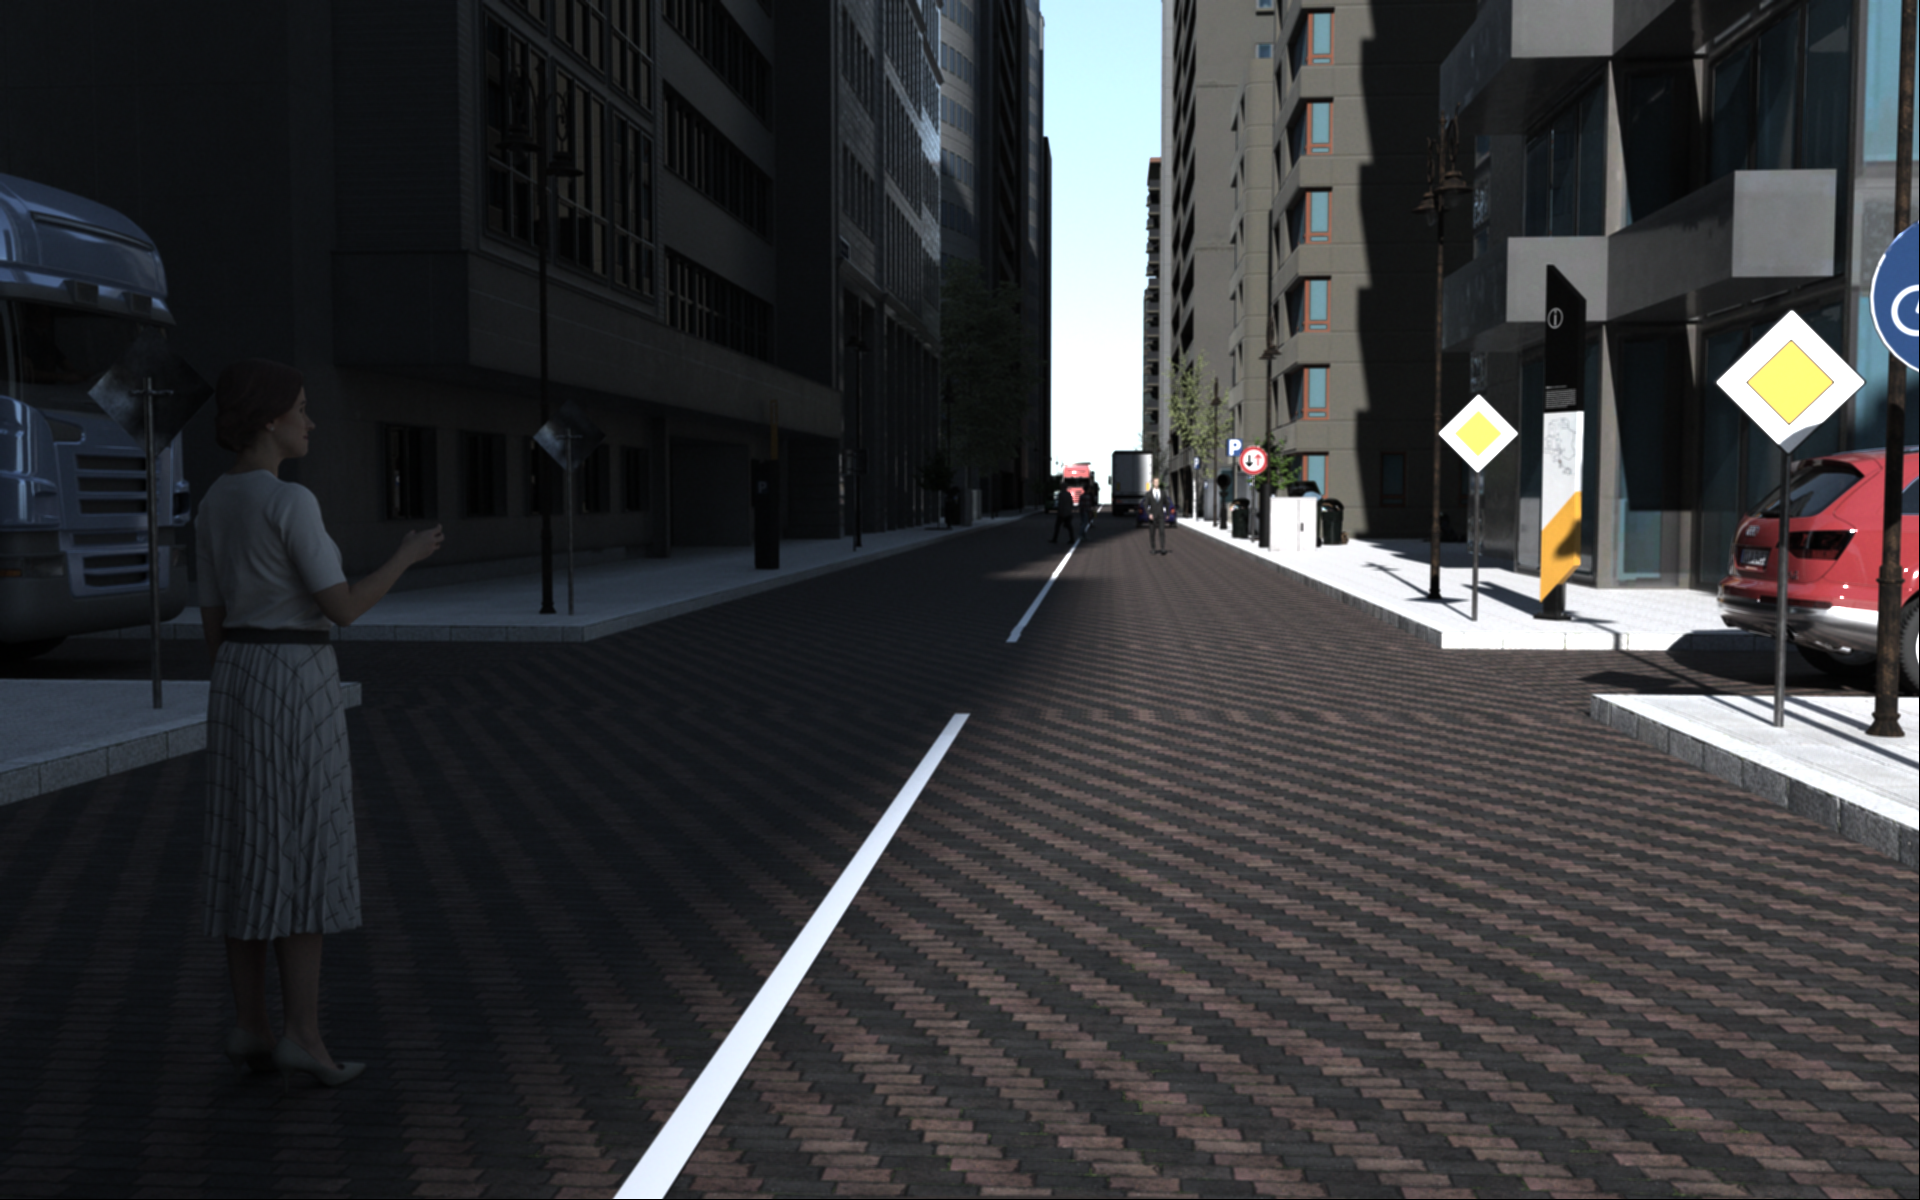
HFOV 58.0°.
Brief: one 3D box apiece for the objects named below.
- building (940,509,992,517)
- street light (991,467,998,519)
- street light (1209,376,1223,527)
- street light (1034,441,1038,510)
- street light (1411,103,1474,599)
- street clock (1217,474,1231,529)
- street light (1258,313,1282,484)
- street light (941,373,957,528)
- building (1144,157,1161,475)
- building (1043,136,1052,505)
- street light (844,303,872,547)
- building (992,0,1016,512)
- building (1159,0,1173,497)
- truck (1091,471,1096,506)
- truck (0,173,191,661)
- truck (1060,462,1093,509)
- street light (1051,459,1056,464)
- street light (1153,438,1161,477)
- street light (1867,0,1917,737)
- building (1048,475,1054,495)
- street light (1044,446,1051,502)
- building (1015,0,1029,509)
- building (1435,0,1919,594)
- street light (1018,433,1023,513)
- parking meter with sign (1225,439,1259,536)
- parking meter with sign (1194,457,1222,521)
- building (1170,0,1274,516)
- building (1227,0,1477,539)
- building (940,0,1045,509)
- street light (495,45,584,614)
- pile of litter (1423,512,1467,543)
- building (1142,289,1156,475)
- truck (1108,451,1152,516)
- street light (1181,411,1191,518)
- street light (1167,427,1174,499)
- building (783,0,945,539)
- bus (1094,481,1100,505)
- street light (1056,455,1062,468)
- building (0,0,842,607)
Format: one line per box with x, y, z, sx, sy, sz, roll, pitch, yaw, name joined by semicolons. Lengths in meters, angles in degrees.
-9.372;-34.577;107.338;21.231;58.520;28.212;0;4;5;building
2.003;-7.459;94.745;0.468;5.910;1.993;0;4;5;street light
10.039;-5.825;68.024;0.468;5.910;1.993;0;4;5;street light
6.267;-10.384;142.560;0.468;5.910;1.993;0;4;5;street light
5.809;-2.950;21.019;0.468;5.910;1.993;0;4;5;street light
9.574;-3.567;62.883;0.471;2.002;0.358;3;4;38;street clock
7.950;-4.387;44.519;0.468;5.910;1.993;0;4;5;street light
-0.424;-5.708;66.111;0.468;5.910;1.993;0;4;5;street light
34.797;-34.627;220.768;22.147;44.769;28.867;0;4;5;building
4.092;-34.413;212.762;14.600;45.320;14.200;0;4;5;building
-2.468;-4.232;41.973;0.468;5.910;1.993;0;4;5;street light
-6.984;-31.112;132.389;21.300;48.544;21.600;0;4;5;building
32.734;-39.749;191.896;21.231;58.520;28.212;0;4;5;building
15.382;-13.799;214.524;2.839;4.237;11.283;0;4;3;truck
-15.272;-1.497;14.239;18.799;4.110;2.967;0;4;4;truck
10.479;-10.160;155.030;2.839;4.237;11.283;0;4;4;truck
9.294;-12.550;177.976;0.468;5.910;1.993;0;4;5;street light
16.430;-10.434;143.388;0.468;5.910;1.993;0;4;5;street light
4.928;-2.217;9.043;0.468;5.910;1.993;0;4;5;street light
2.229;-48.399;229.571;20.563;71.187;20.611;0;4;5;building
8.203;-11.832;166.242;0.468;5.910;1.993;0;4;5;street light
-1.244;-30.610;150.583;14.600;45.320;14.200;0;4;5;building
22.897;-24.816;25.351;30.456;49.044;23.786;0;4;5;building
4.156;-8.935;118.879;0.468;5.910;1.993;0;4;5;street light
8.946;-3.528;53.949;0.543;3.016;1.738;-1;4;-21;parking meter with sign
12.007;-5.265;82.341;1.738;3.016;0.543;-1;4;-21;parking meter with sign
26.632;-30.789;127.100;21.300;48.544;21.600;0;4;5;building
24.667;-13.294;62.391;27.650;21.520;28.899;0;4;5;building
-1.819;-39.732;191.623;21.231;58.520;28.212;0;4;5;building
-4.436;-2.793;18.458;0.468;5.910;1.993;0;4;5;street light
13.047;-1.983;46.379;1.176;0.858;1.719;-1;4;-10;pile of litter
32.648;-28.821;242.916;14.160;30.474;14.107;0;4;5;building
11.528;-7.837;117.041;2.839;4.237;11.283;0;4;4;truck
12.481;-7.550;96.237;0.468;5.910;1.993;0;4;5;street light
14.545;-8.996;119.866;0.468;5.910;1.993;0;4;5;street light
-7.515;-17.495;63.543;11.434;29.767;29.804;0;4;5;building
17.816;-14.915;238.712;2.948;3.499;13.247;0;4;5;bus
11.291;-13.996;201.615;0.468;5.910;1.993;0;4;5;street light
-11.613;-13.150;34.065;14.314;24.678;30.058;0;4;5;building
